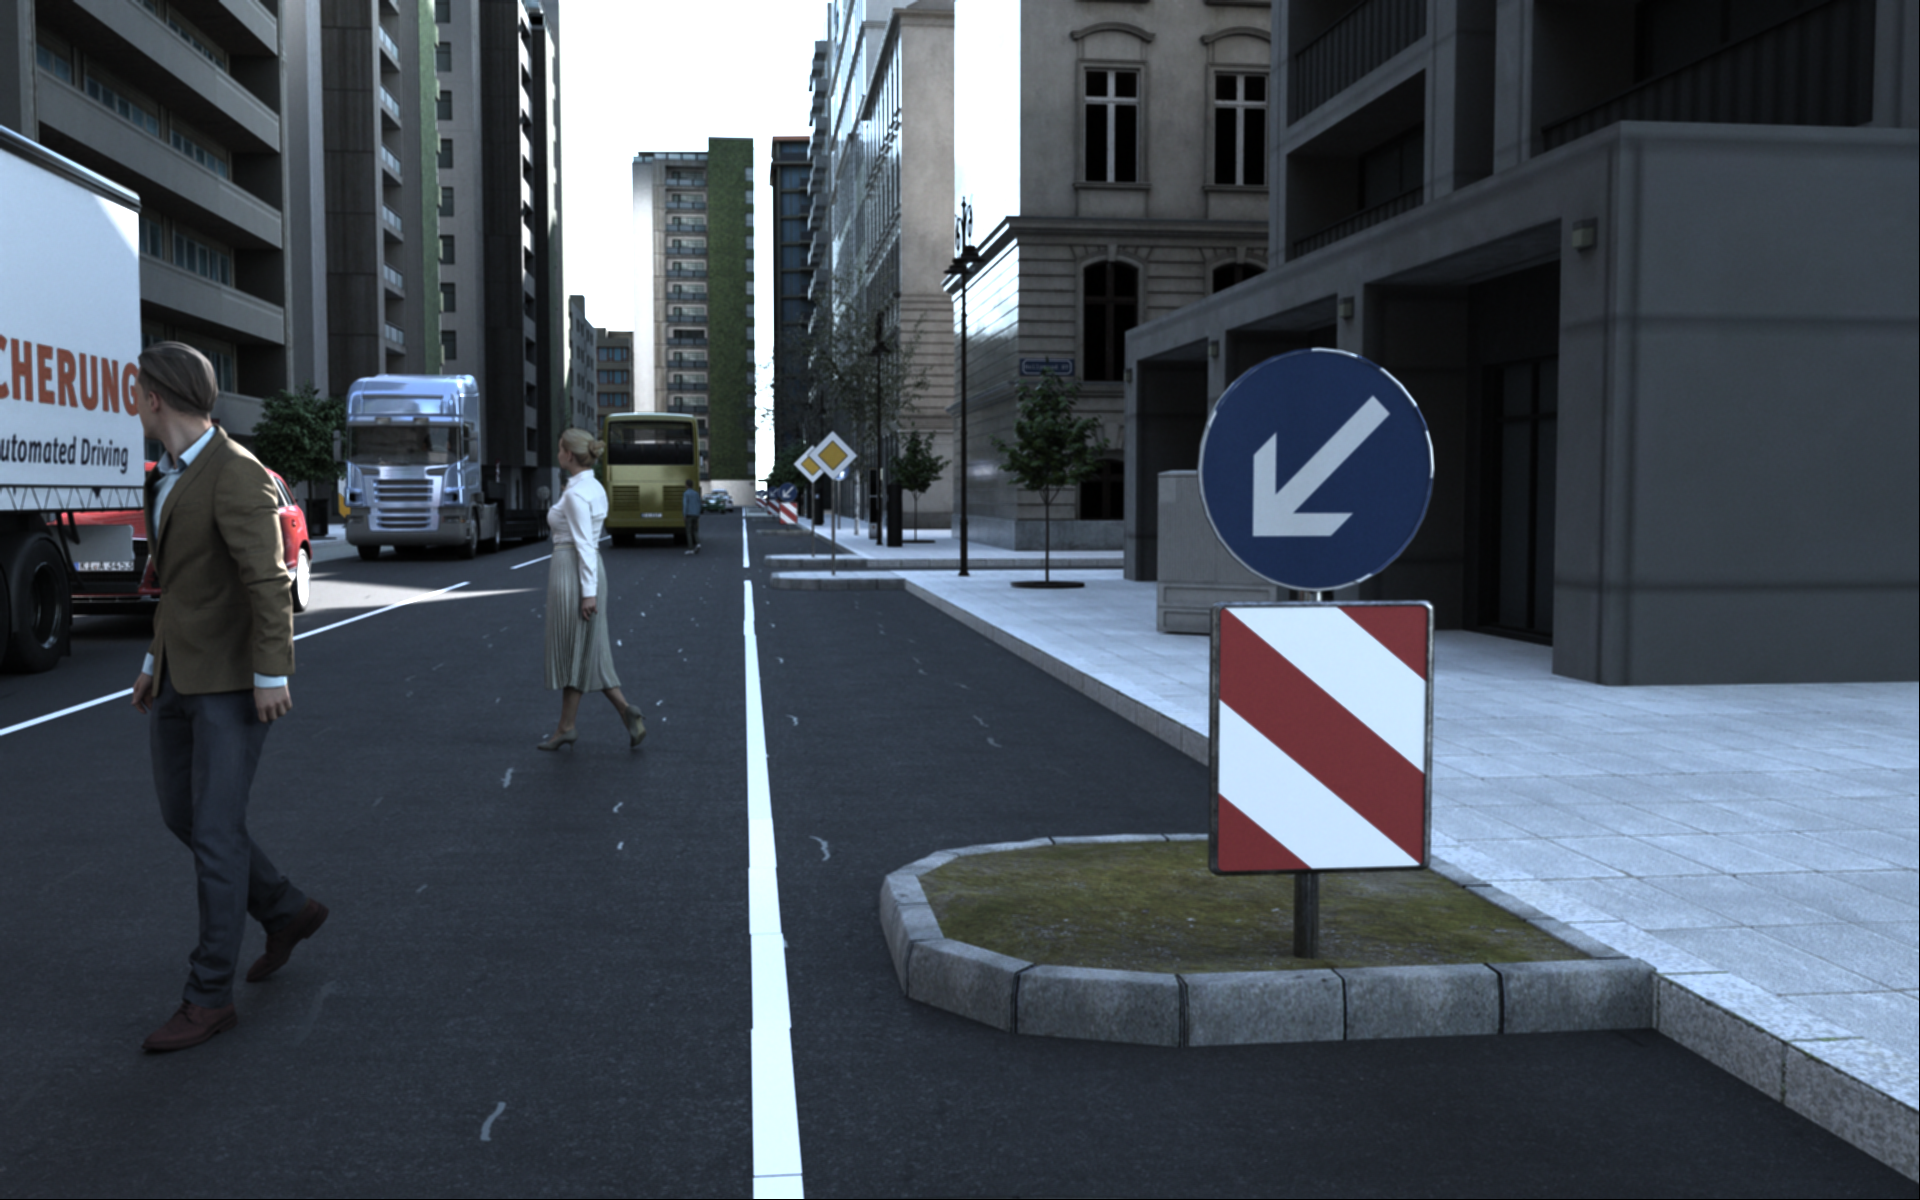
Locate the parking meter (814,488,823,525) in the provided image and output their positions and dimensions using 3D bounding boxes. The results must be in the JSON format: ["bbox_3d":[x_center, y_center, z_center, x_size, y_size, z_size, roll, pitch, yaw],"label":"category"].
[{"bbox_3d":[-5.836,-3.846,71.288,0.372,1.533,0.369,0,3,0],"label":"parking meter"}]

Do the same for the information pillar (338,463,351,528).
[{"bbox_3d":[-23.411,-4.557,65.866,0.183,3.616,0.504,2,4,34],"label":"information pillar"}]

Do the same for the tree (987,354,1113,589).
[{"bbox_3d":[1.097,-1.789,23.852,1.663,3.219,1.824,0,3,0],"label":"tree"}]

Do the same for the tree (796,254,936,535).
[{"bbox_3d":[-3.007,-6.347,54.136,4.360,8.622,3.978,0,3,0],"label":"tree"}]

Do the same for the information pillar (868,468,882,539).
[{"bbox_3d":[-2.414,-2.755,49.541,0.304,2.012,0.304,1,4,22],"label":"information pillar"}]

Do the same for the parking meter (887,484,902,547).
[{"bbox_3d":[-1.591,-2.065,42.179,0.372,1.533,0.369,0,3,0],"label":"parking meter"}]

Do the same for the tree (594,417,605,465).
[{"bbox_3d":[-33.045,-13.103,164.595,4.737,8.622,4.395,0,3,0],"label":"tree"}]

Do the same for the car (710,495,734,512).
[{"bbox_3d":[-19.103,-7.714,138.483,2.083,1.381,4.827,-1,4,-8],"label":"car"}]

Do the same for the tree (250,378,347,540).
[{"bbox_3d":[-18.446,-3.995,49.036,4.285,4.588,4.351,0,3,0],"label":"tree"}]

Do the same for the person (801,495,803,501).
[{"bbox_3d":[-17.159,-11.075,190.520,0.436,1.711,0.756,2,4,32],"label":"person"}]

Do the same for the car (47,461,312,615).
[{"bbox_3d":[-8.734,-0.656,19.406,2.281,1.827,5.304,-1,4,-9],"label":"car"}]

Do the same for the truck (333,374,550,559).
[{"bbox_3d":[-12.830,-3.372,44.889,2.967,4.110,18.799,0,4,-8],"label":"truck"}]

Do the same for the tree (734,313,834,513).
[{"bbox_3d":[-10.078,-12.608,116.510,12.009,13.543,11.850,0,3,0],"label":"tree"}]

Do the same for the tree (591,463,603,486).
[{"bbox_3d":[-31.681,-10.500,155.382,4.285,4.588,4.351,0,3,0],"label":"tree"}]

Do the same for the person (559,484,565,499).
[{"bbox_3d":[-16.177,-3.831,70.912,0.659,1.850,0.755,1,4,22],"label":"person"}]

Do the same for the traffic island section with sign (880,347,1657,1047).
[{"bbox_3d":[0.771,0.194,5.464,1.989,1.847,2.006,0,4,-7],"label":"traffic island section with sign"}]

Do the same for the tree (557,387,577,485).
[{"bbox_3d":[-26.454,-9.880,111.897,4.360,8.622,3.978,0,3,0],"label":"tree"}]

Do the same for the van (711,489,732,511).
[{"bbox_3d":[-20.797,-8.749,150.052,2.013,2.044,4.112,0,4,-6],"label":"van"}]

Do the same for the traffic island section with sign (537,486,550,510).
[{"bbox_3d":[-20.742,-4.757,86.406,1.989,1.847,2.006,0,4,-7],"label":"traffic island section with sign"}]

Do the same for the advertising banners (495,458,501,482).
[{"bbox_3d":[-22.844,-5.388,84.282,0.090,3.025,2.074,1,4,14],"label":"advertising banners"}]

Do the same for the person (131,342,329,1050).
[{"bbox_3d":[-2.064,0.222,4.785,0.656,1.842,0.836,1,4,12],"label":"person"}]

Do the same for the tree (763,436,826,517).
[{"bbox_3d":[-9.022,-7.035,98.733,4.285,4.588,4.351,0,3,0],"label":"tree"}]

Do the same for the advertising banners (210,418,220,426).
[{"bbox_3d":[-17.534,-2.633,39.231,0.090,3.025,2.074,1,4,23],"label":"advertising banners"}]

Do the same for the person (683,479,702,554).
[{"bbox_3d":[-6.415,-1.994,41.447,0.601,1.785,0.444,-3,5,-41],"label":"person"}]

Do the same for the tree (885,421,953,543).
[{"bbox_3d":[-1.241,-3.137,45.897,1.663,3.219,1.824,0,3,0],"label":"tree"}]

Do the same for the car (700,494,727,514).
[{"bbox_3d":[-17.979,-6.972,125.793,2.131,1.459,4.920,-1,4,-9],"label":"car"}]

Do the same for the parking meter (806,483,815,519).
[{"bbox_3d":[-7.706,-5.119,89.400,0.399,1.863,0.255,-3,5,-42],"label":"parking meter"}]

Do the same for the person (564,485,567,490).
[{"bbox_3d":[-15.827,-3.719,69.505,0.583,1.804,0.606,-3,5,-41],"label":"person"}]

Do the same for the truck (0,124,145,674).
[{"bbox_3d":[-8.068,-1.316,10.433,2.839,4.237,11.283,0,4,-7],"label":"truck"}]

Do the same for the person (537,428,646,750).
[{"bbox_3d":[-2.063,-0.059,9.684,0.641,1.798,0.478,1,4,15],"label":"person"}]
